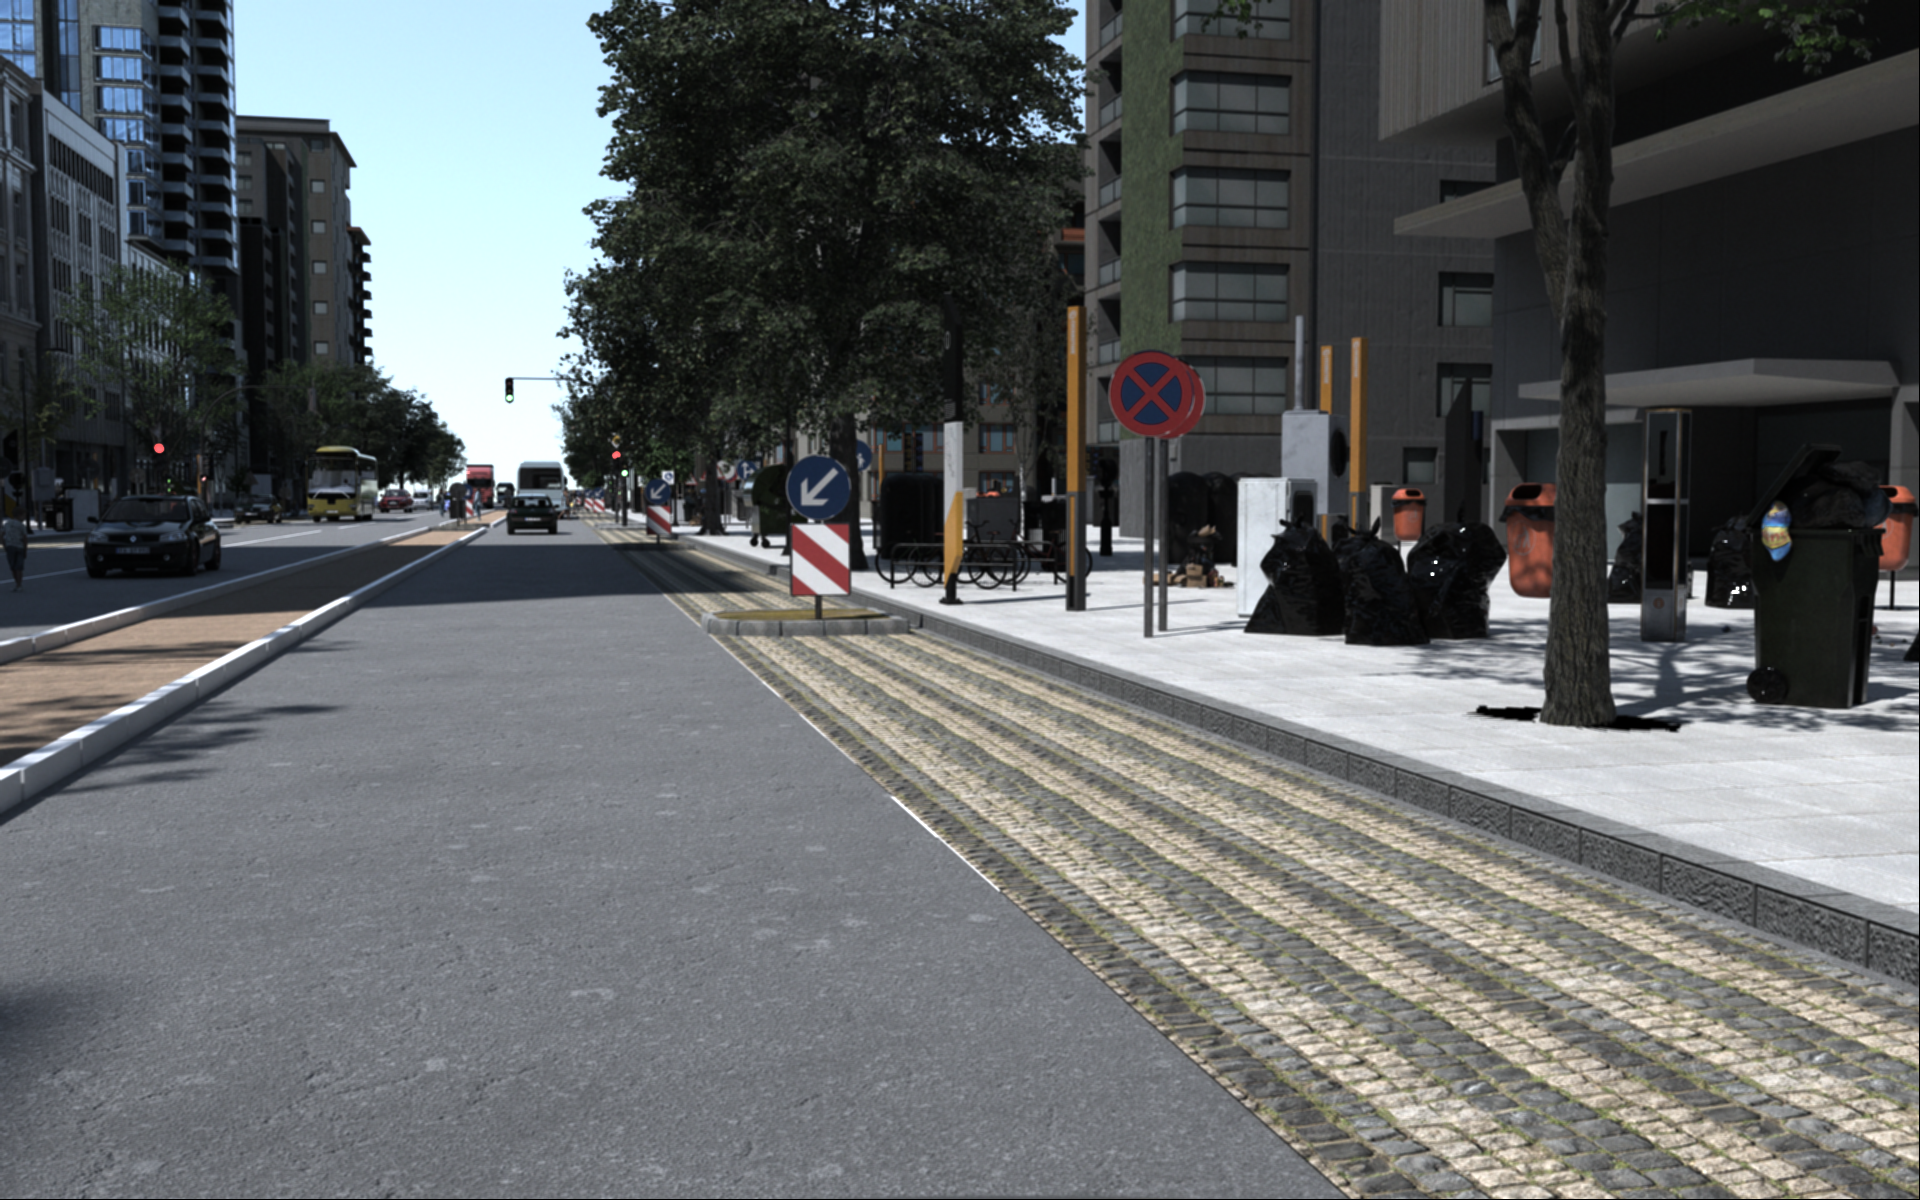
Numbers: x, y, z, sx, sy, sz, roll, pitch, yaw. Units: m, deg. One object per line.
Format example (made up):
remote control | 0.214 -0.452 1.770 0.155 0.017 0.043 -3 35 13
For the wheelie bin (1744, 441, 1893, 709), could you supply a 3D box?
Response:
wheelie bin | 5.265 -0.166 10.615 0.693 1.594 0.980 3 5 42

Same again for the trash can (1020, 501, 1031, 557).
trash can | 1.581 -1.409 34.695 0.748 1.137 0.748 0 3 0

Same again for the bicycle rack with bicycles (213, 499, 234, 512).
bicycle rack with bicycles | -59.154 -7.630 138.140 2.852 0.926 2.925 1 4 15

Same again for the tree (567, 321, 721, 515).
tree | -16.028 -9.635 91.941 8.767 10.594 7.601 1 4 11

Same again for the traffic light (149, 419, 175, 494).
traffic light | -29.762 -4.629 64.603 0.839 4.253 0.868 -1 4 -13

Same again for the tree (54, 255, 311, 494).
tree | -35.335 -9.225 76.581 9.928 11.665 9.643 0 3 0

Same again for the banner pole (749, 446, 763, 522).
banner pole | -9.348 -5.430 78.794 0.863 3.779 0.401 -1 4 -8

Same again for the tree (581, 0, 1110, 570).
tree | -1.918 -7.488 29.082 9.857 13.997 8.962 0 3 0

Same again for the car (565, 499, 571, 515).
car | -28.341 -6.712 121.543 2.131 1.459 4.920 -1 4 -15

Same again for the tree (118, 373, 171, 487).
tree | -49.091 -9.519 105.997 4.360 8.622 3.978 0 3 0

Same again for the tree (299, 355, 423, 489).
tree | -55.015 -15.377 158.072 9.857 13.997 8.962 0 3 0

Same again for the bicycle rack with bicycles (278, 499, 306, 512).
bicycle rack with bicycles | -48.256 -6.748 123.714 2.852 0.926 2.925 -2 4 -35

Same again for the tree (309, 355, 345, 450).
tree | -48.501 -12.447 129.260 9.928 11.665 9.643 0 3 0

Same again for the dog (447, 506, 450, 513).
dog | -39.111 -6.939 132.738 0.540 0.507 0.406 1 4 10

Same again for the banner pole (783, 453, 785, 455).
banner pole | -10.409 -6.994 104.372 0.863 3.779 0.401 2 4 34

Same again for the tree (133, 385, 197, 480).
tree | -52.896 -10.094 115.405 4.737 8.622 4.395 0 3 0

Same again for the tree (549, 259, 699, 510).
tree | -26.129 -17.241 137.772 12.611 20.169 13.585 0 3 0

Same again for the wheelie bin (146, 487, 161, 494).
wheelie bin | -34.717 -4.086 74.711 0.980 1.594 0.693 -1 4 -17

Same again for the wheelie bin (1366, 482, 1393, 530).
wheelie bin | 11.092 -2.291 45.369 0.693 1.594 0.980 -2 4 -31

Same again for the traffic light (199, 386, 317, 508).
traffic light | -29.585 -6.007 72.887 4.771 5.953 1.251 -1 4 -13

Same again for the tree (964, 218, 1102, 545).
tree | 1.578 -5.654 42.810 4.360 8.622 3.978 0 3 0

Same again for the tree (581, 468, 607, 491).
tree | -45.047 -14.082 213.956 4.285 4.588 4.351 0 3 0

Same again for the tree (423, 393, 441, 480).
tree | -65.482 -18.089 202.408 9.857 13.997 8.962 0 3 0

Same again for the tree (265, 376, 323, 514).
tree | -42.385 -9.681 108.653 4.360 8.622 3.978 0 3 0

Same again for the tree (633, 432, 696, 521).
tree | -14.131 -6.064 82.867 4.285 4.588 4.351 0 3 0

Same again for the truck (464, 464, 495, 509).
truck | -46.111 -10.861 166.488 2.839 4.237 11.283 -1 4 -14

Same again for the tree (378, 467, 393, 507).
tree | -59.233 -11.728 175.464 4.285 4.588 4.351 0 3 0

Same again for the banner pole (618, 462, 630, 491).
banner pole | -22.789 -7.759 116.881 0.863 3.779 0.401 -1 4 -14

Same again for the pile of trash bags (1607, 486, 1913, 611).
pile of trash bags | 9.154 -0.624 19.948 1.912 1.369 3.447 -3 5 -44

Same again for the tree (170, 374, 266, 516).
tree | -43.660 -9.269 101.906 4.360 8.622 3.978 0 3 0

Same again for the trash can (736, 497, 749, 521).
trash can | -10.367 -4.361 82.961 0.748 1.137 0.748 0 3 0

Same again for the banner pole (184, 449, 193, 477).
banner pole | -42.900 -6.508 96.422 0.863 3.779 0.401 2 4 26

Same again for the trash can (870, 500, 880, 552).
trash can | -1.639 -1.649 38.612 0.748 1.137 0.748 0 3 0

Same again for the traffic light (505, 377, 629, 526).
traffic light | -15.323 -5.701 67.879 4.771 5.953 1.251 -1 4 -13

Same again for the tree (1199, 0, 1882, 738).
tree | 3.291 -5.115 9.392 9.928 11.665 9.643 0 3 0

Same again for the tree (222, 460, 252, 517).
tree | -40.433 -6.301 97.617 1.663 3.219 1.824 0 3 0

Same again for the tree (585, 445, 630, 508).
tree | -30.342 -12.513 154.949 4.360 8.622 3.978 0 3 0

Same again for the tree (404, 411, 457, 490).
tree | -72.900 -19.523 237.325 7.486 12.596 7.792 0 3 0

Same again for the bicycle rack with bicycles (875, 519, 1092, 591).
bicycle rack with bicycles | 0.119 -0.660 24.168 2.925 0.926 2.852 1 4 22

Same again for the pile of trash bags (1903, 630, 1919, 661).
pile of trash bags | 8.415 -0.146 12.139 1.912 1.369 3.447 -1 4 -10

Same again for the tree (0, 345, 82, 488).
tree | -45.056 -8.216 84.687 4.737 8.622 4.395 0 3 0

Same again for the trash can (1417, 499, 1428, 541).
trash can | 12.441 -2.194 47.521 0.748 1.137 0.748 0 3 0

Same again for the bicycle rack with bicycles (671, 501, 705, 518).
bicycle rack with bicycles | -13.945 -4.703 90.275 2.925 0.926 2.852 -2 4 -26

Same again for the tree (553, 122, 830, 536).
tree | -7.787 -8.342 53.399 9.611 12.733 9.660 0 3 0

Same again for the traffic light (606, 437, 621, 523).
traffic light | -15.146 -5.342 76.269 0.839 4.253 0.868 -1 4 -13

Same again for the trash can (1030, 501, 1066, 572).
trash can | 1.665 -1.038 28.624 0.748 1.137 0.748 0 3 0

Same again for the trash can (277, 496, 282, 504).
trash can | -53.280 -7.588 135.716 0.748 1.137 0.748 0 3 0

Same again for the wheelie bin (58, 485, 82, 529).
wheelie bin | -32.526 -3.404 63.558 0.980 1.594 0.693 -3 4 -37

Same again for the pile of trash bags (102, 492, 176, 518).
pile of trash bags | -40.456 -4.632 85.482 3.447 1.369 1.912 -2 4 -29

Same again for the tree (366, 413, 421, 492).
tree | -61.990 -15.483 187.562 8.767 10.594 7.601 1 4 19

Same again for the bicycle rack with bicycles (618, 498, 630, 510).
bicycle rack with bicycles | -27.311 -7.865 141.980 2.852 0.926 2.925 -2 4 -26

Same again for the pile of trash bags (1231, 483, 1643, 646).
pile of trash bags | 4.064 -0.334 15.210 1.912 1.369 3.447 -2 4 -26

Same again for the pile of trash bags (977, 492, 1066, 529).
pile of trash bags | 2.450 -3.321 64.050 3.447 1.369 1.912 2 4 30

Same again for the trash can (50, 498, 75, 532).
trash can | -30.487 -2.888 58.867 0.748 1.137 0.748 0 3 0
